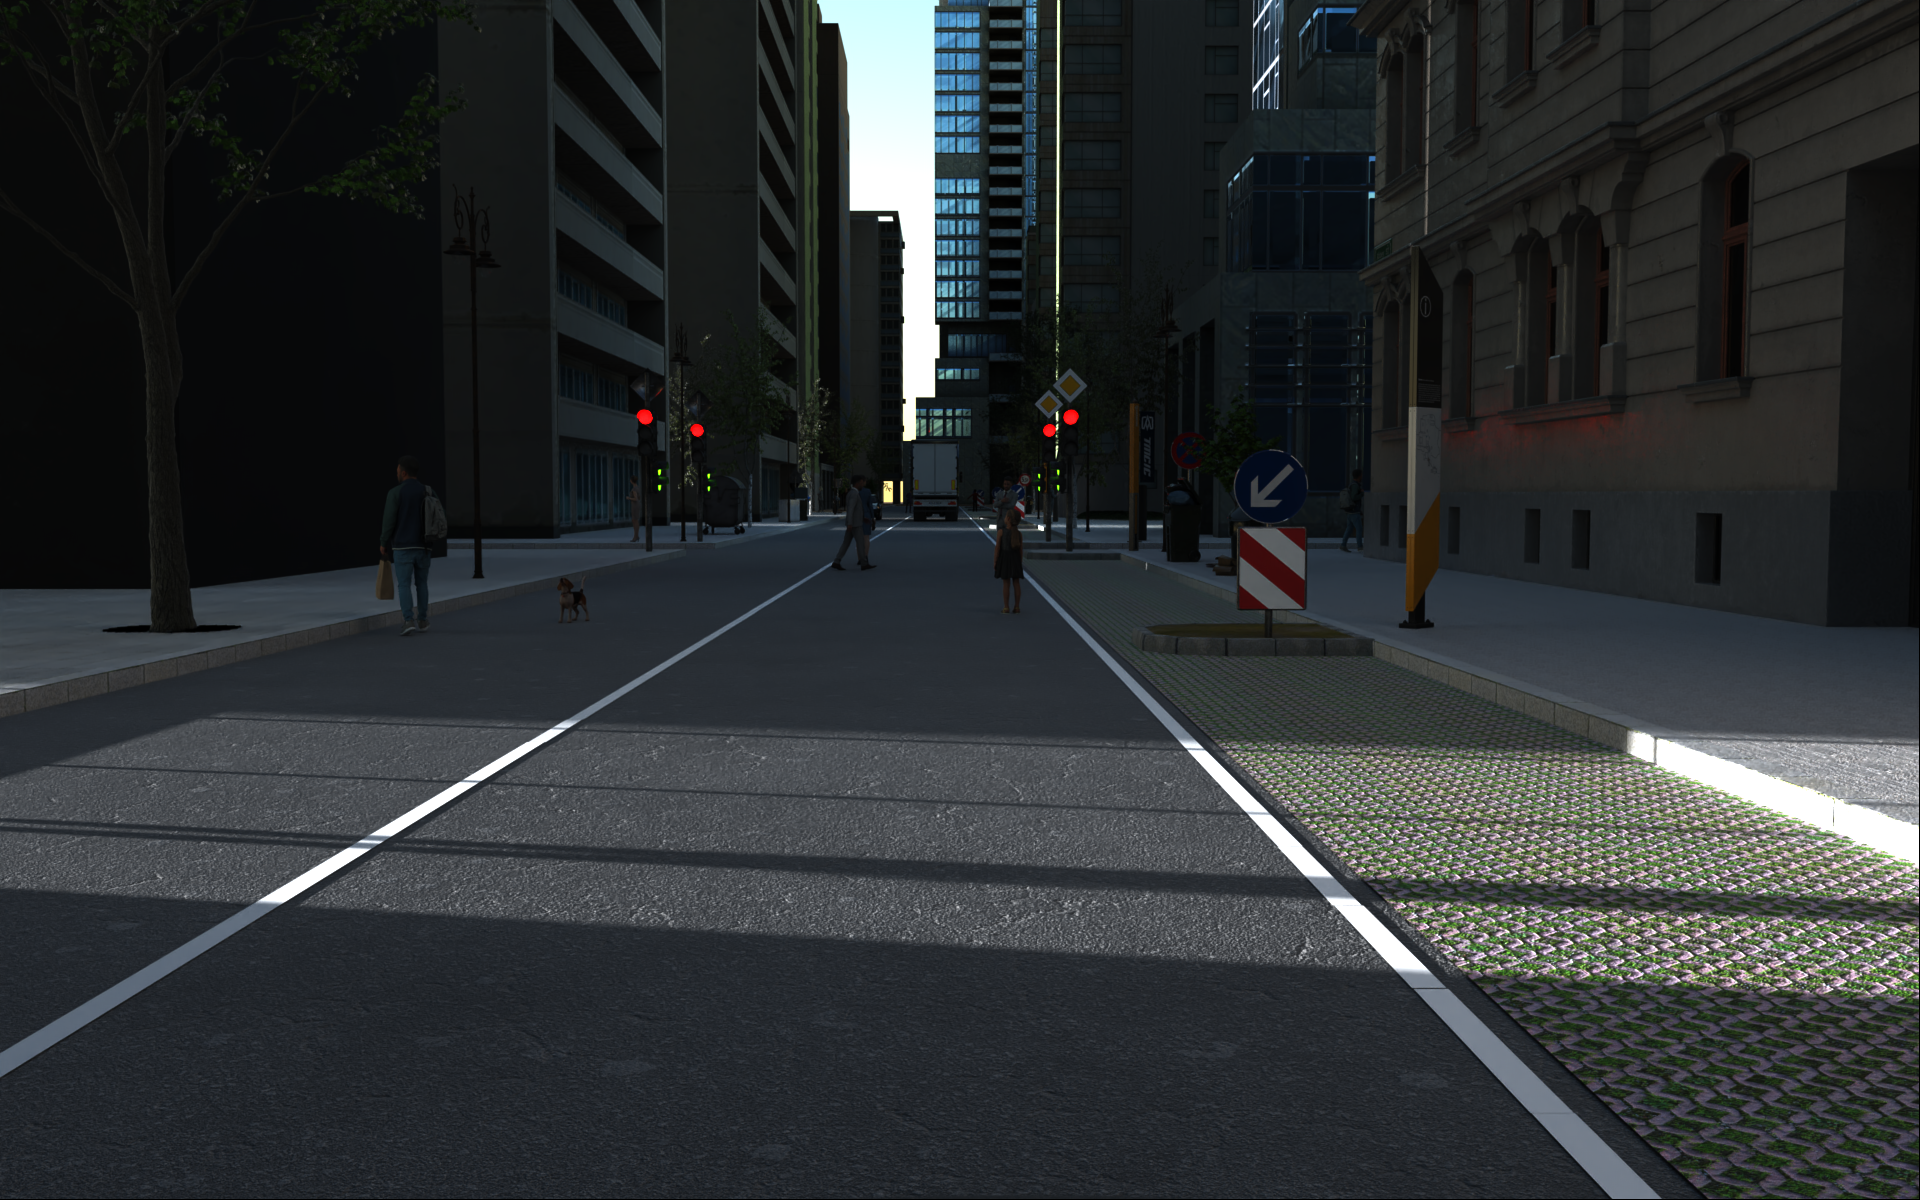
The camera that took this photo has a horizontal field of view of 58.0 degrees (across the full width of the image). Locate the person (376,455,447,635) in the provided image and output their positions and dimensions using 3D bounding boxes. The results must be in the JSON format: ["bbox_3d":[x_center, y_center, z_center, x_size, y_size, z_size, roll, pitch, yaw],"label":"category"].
[{"bbox_3d":[-5.649,-0.562,17.681,0.794,1.824,0.713,-1,4,-22],"label":"person"}]

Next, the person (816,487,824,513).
[{"bbox_3d":[-9.715,-6.970,120.182,0.526,1.800,0.537,0,4,-7],"label":"person"}]

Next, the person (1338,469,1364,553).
[{"bbox_3d":[8.597,-1.934,37.654,0.713,1.824,0.794,1,4,20],"label":"person"}]

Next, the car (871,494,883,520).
[{"bbox_3d":[-5.225,-5.254,95.691,2.009,1.686,4.222,0,4,0],"label":"car"}]

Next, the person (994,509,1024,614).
[{"bbox_3d":[0.581,-0.465,20.776,0.362,1.253,0.373,-1,4,-14],"label":"person"}]

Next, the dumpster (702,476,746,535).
[{"bbox_3d":[-7.548,-3.031,55.316,1.264,1.857,1.865,0,4,-1],"label":"dumpster"}]

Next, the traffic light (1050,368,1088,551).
[{"bbox_3d":[2.430,-3.043,38.671,0.839,4.253,0.868,0,4,0],"label":"traffic light"}]

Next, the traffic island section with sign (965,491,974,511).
[{"bbox_3d":[1.648,-8.577,148.861,1.989,1.847,2.006,0,4,0],"label":"traffic island section with sign"}]

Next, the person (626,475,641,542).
[{"bbox_3d":[-8.721,-2.442,46.312,0.374,1.781,0.599,0,4,0],"label":"person"}]

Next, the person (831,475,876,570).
[{"bbox_3d":[-1.999,-1.451,32.494,0.850,1.792,0.678,-1,4,-13],"label":"person"}]

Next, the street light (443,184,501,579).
[{"bbox_3d":[-7.334,-3.267,26.203,0.468,5.910,1.993,0,4,0],"label":"street light"}]

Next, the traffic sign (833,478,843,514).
[{"bbox_3d":[-7.961,-6.775,112.904,0.606,2.300,0.079,0,4,3],"label":"traffic sign"}]

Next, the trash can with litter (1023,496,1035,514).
[{"bbox_3d":[4.197,-6.016,109.745,0.624,1.170,1.055,3,5,45],"label":"trash can with litter"}]

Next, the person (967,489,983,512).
[{"bbox_3d":[1.217,-8.093,140.784,1.348,1.831,0.705,-1,4,-13],"label":"person"}]

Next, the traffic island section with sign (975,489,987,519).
[{"bbox_3d":[2.029,-5.525,98.954,1.989,1.847,2.006,0,4,0],"label":"traffic island section with sign"}]

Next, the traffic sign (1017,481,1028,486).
[{"bbox_3d":[4.209,-7.198,117.685,0.884,2.594,0.081,0,3,0],"label":"traffic sign"}]

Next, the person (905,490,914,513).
[{"bbox_3d":[-3.861,-7.523,131.955,0.683,1.767,0.568,0,4,7],"label":"person"}]

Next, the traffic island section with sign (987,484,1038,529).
[{"bbox_3d":[2.234,-3.871,71.918,1.989,1.847,2.006,0,4,0],"label":"traffic island section with sign"}]

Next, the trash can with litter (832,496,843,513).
[{"bbox_3d":[-8.156,-6.397,115.985,0.624,1.170,1.055,-2,4,-31],"label":"trash can with litter"}]

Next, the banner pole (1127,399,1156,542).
[{"bbox_3d":[4.845,-3.427,46.042,0.863,3.779,0.401,-2,4,-26],"label":"banner pole"}]

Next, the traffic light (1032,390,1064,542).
[{"bbox_3d":[2.370,-3.531,46.656,0.839,4.253,0.868,0,4,0],"label":"traffic light"}]

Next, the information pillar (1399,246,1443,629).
[{"bbox_3d":[4.445,-1.544,16.595,0.183,3.616,0.504,3,5,44],"label":"information pillar"}]

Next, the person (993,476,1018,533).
[{"bbox_3d":[0.934,-1.650,35.652,0.511,1.800,0.466,1,4,14],"label":"person"}]

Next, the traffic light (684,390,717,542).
[{"bbox_3d":[-6.991,-3.526,46.571,0.839,4.253,0.868,0,4,0],"label":"traffic light"}]

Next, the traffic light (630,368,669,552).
[{"bbox_3d":[-6.931,-3.038,38.586,0.839,4.253,0.868,0,4,0],"label":"traffic light"}]

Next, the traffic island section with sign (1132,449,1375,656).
[{"bbox_3d":[2.648,-0.460,16.145,1.989,1.847,2.006,0,4,0],"label":"traffic island section with sign"}]

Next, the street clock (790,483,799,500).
[{"bbox_3d":[-8.193,-4.951,85.517,0.471,2.002,0.358,0,4,2],"label":"street clock"}]

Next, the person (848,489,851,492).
[{"bbox_3d":[-11.081,-10.269,173.883,0.705,1.831,1.348,0,4,5],"label":"person"}]

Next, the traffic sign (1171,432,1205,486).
[{"bbox_3d":[4.696,-2.161,35.434,0.768,2.556,0.104,1,4,9],"label":"traffic sign"}]

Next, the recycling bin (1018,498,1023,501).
[{"bbox_3d":[3.711,-6.309,115.707,0.722,1.027,0.722,-2,4,-31],"label":"recycling bin"}]

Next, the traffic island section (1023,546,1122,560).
[{"bbox_3d":[2.470,-1.009,38.786,2.009,0.180,2.903,0,4,0],"label":"traffic island section"}]

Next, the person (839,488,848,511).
[{"bbox_3d":[-8.655,-7.626,131.250,1.217,1.766,0.721,1,4,14],"label":"person"}]

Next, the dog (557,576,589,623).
[{"bbox_3d":[-4.330,-0.007,19.409,0.406,0.507,0.540,-2,4,-25],"label":"dog"}]

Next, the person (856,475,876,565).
[{"bbox_3d":[-1.987,-1.610,34.853,0.581,1.822,0.654,0,4,0],"label":"person"}]

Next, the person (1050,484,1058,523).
[{"bbox_3d":[3.992,-4.270,76.039,0.590,1.801,0.661,-3,5,-43],"label":"person"}]

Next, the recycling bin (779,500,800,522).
[{"bbox_3d":[-7.858,-4.104,79.661,0.722,1.027,0.722,3,4,36],"label":"recycling bin"}]

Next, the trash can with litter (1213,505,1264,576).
[{"bbox_3d":[4.479,-0.986,27.509,0.624,1.170,1.055,3,4,37],"label":"trash can with litter"}]

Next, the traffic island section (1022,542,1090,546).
[{"bbox_3d":[2.410,-1.498,46.771,2.009,0.180,2.903,0,4,0],"label":"traffic island section"}]

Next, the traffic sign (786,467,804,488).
[{"bbox_3d":[-8.020,-5.159,84.355,0.884,2.594,0.081,0,4,6],"label":"traffic sign"}]

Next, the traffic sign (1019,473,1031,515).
[{"bbox_3d":[4.023,-6.546,107.130,0.768,2.556,0.104,0,4,3],"label":"traffic sign"}]
